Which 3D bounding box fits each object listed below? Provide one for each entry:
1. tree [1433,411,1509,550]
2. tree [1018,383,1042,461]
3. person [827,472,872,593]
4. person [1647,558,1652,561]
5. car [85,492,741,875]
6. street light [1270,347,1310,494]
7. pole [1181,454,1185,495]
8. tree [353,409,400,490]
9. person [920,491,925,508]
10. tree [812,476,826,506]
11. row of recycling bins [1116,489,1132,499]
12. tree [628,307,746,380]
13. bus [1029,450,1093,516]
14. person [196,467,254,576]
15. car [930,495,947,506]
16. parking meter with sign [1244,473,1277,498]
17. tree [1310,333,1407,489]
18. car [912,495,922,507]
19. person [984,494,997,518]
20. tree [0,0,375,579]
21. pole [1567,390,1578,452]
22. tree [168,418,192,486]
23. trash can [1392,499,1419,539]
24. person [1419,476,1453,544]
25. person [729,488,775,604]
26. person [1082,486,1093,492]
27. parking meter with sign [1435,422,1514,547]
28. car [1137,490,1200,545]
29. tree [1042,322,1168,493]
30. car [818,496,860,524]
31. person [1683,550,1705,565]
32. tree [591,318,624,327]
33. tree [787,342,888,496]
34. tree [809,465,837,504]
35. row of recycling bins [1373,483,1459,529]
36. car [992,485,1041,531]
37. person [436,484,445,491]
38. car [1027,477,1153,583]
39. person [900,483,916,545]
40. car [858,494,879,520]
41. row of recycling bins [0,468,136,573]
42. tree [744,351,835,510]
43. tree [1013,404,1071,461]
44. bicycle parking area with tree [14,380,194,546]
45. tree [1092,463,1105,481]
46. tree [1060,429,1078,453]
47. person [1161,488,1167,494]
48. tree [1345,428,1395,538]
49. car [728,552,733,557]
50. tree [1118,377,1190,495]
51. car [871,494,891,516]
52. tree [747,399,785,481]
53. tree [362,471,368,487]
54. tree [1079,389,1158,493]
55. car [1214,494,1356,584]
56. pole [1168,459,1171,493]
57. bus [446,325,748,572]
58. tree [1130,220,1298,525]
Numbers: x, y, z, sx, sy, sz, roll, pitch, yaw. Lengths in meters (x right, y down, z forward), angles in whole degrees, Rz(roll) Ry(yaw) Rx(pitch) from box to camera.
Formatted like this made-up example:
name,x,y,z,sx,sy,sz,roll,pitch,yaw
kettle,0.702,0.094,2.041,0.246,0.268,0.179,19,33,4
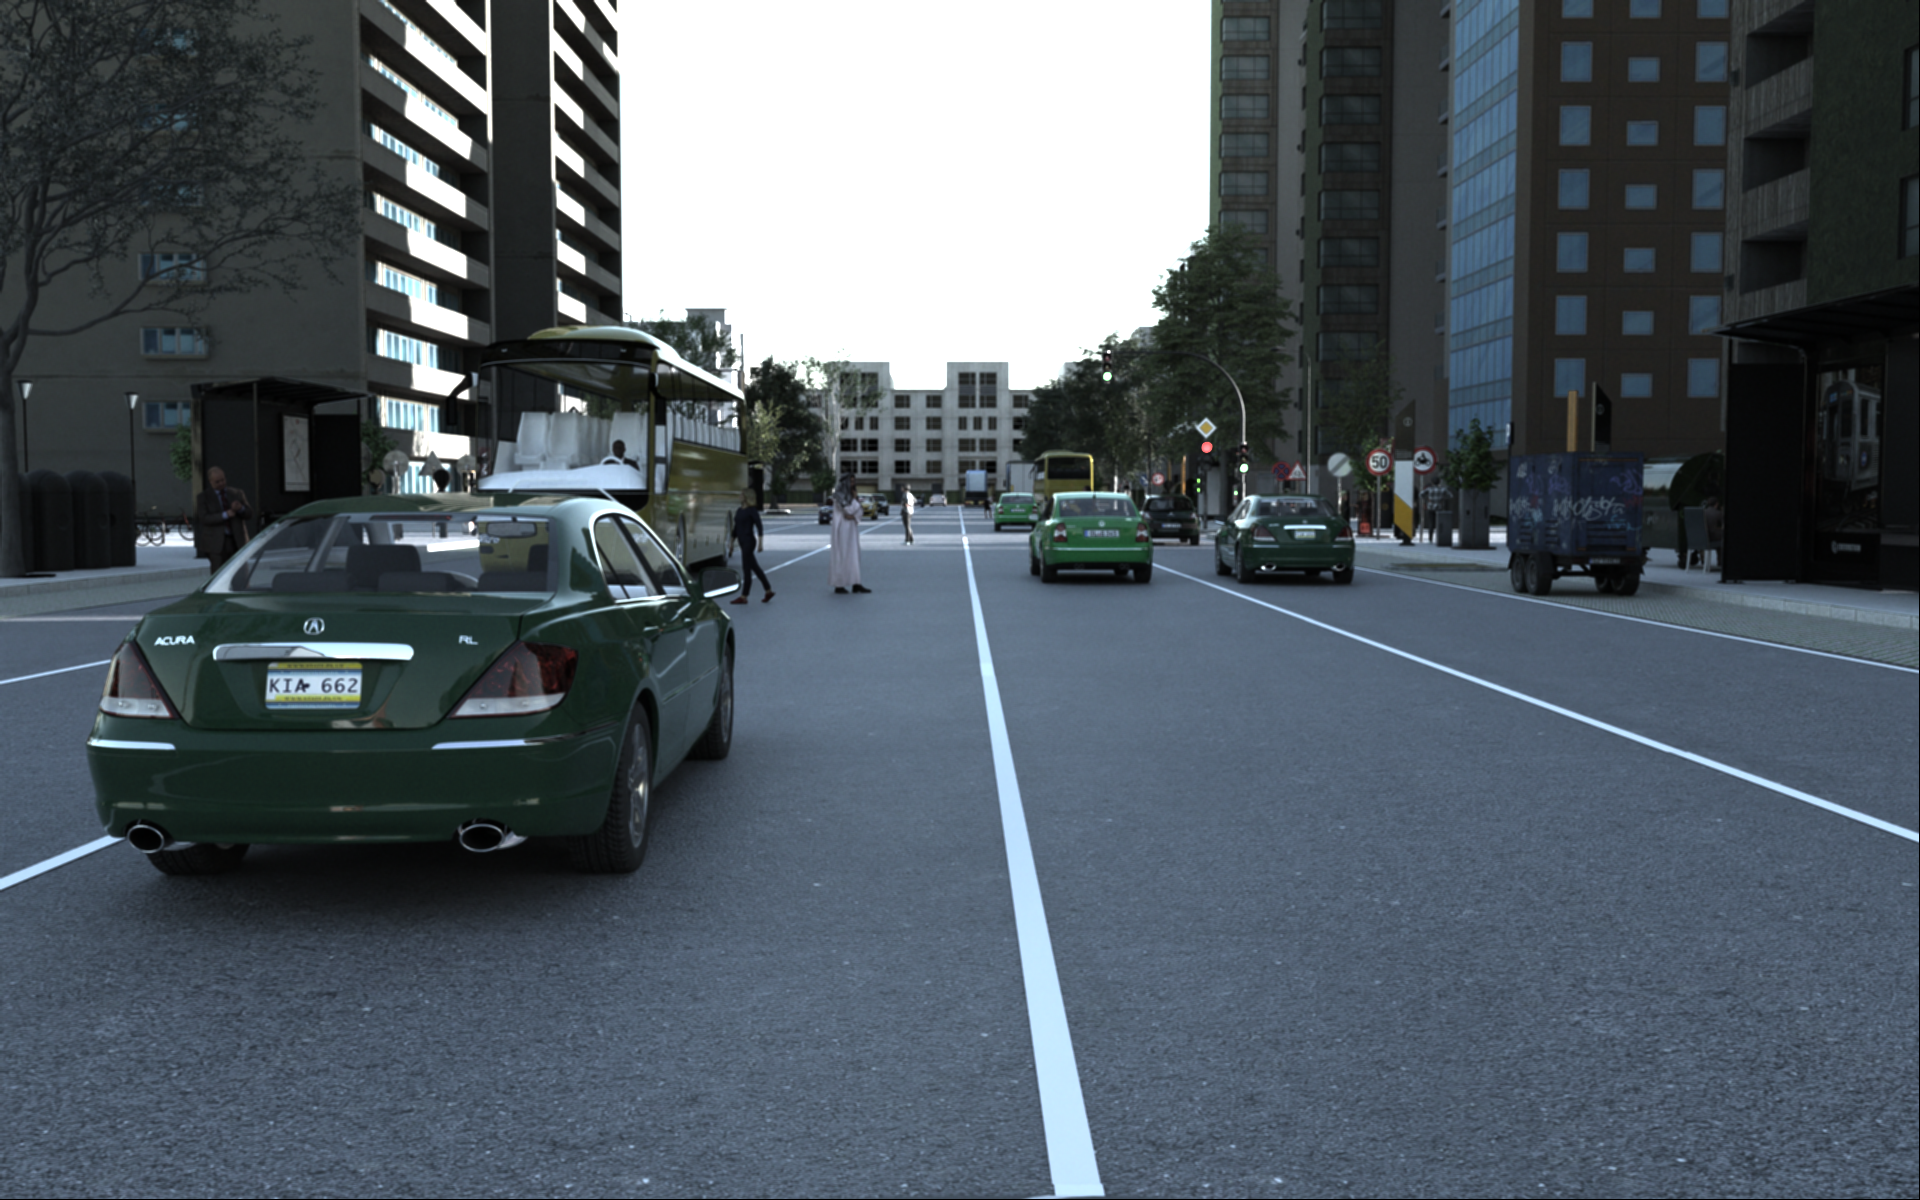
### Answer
name,x,y,z,sx,sy,sz,roll,pitch,yaw
tree,12.066,-2.793,40.265,1.663,3.219,1.824,0,3,0
tree,10.795,-16.891,182.822,9.857,13.997,8.962,0,3,0
person,-1.620,-0.969,25.010,0.621,1.740,0.551,1,4,11
person,13.064,-1.546,33.283,0.435,1.587,0.963,-2,4,-31
car,-2.138,0.235,7.957,2.131,1.459,4.920,0,4,-1
street light,10.508,-5.045,55.020,1.470,5.913,1.316,0,3,0
pole,11.372,-5.779,88.329,0.158,3.312,0.155,0,3,0
tree,-23.329,-5.084,66.843,4.285,4.588,4.351,0,3,0
person,-3.955,-10.694,183.428,0.705,1.814,1.350,-1,4,-19
tree,-14.937,-11.397,180.945,1.663,3.219,1.824,0,3,0
row of recycling bins,12.491,-7.685,132.757,1.069,1.692,3.534,1,4,20
tree,-15.559,-10.368,95.271,9.928,11.665,9.643,0,3,0
bus,5.629,-6.434,96.737,2.896,3.916,12.252,0,4,-1
person,-8.280,-0.636,19.592,0.600,1.739,0.565,2,4,29
car,-2.612,-11.833,205.828,2.083,1.381,4.827,0,4,1
parking meter with sign,11.380,-4.155,64.198,1.738,3.016,0.543,1,4,20
tree,18.125,-7.842,78.577,4.737,8.622,4.395,0,3,0
car,-4.890,-10.828,189.610,1.945,1.354,3.894,0,4,-1
person,1.827,-5.613,103.459,0.799,1.438,0.628,0,4,-3
tree,-14.515,-7.076,26.061,12.009,13.543,11.850,0,3,0
pole,12.083,-2.469,34.217,0.158,3.312,0.155,0,3,0
tree,-29.046,-5.103,67.155,4.285,4.588,4.351,0,3,0
trash can,12.630,-2.294,49.153,0.748,1.137,0.748,0,3,0
person,12.245,-2.313,44.580,0.841,1.734,0.376,1,4,19
person,-2.733,-0.716,22.750,0.480,1.512,0.613,2,4,35
person,3.134,-2.072,43.846,0.593,1.643,0.415,-1,4,-16
parking meter with sign,12.495,-2.804,42.098,1.738,3.016,0.543,0,4,6
car,5.870,-2.452,49.870,2.009,1.686,4.222,0,4,1
tree,11.449,-13.652,129.859,9.857,13.997,8.962,0,3,0
car,-5.763,-4.297,82.832,1.945,1.354,3.894,0,4,1
person,13.385,-1.435,31.570,0.516,1.574,0.319,2,4,35
tree,-14.408,-7.485,72.738,4.737,8.622,4.395,0,3,0
tree,-14.496,-21.822,212.681,12.611,20.169,13.585,0,3,0
tree,-14.596,-12.321,185.161,4.285,4.588,4.351,0,3,0
row of recycling bins,16.872,-3.465,63.760,3.534,1.692,1.069,2,4,28
car,2.232,-3.615,67.896,1.959,1.807,4.718,0,4,1
person,-21.070,-3.873,69.822,0.568,1.767,0.683,0,4,-2
car,2.159,-1.257,29.349,1.959,1.807,4.718,0,4,-2
person,-1.486,-2.442,49.150,0.376,1.734,0.841,1,4,18
car,-5.515,-5.283,96.601,2.015,1.641,3.980,0,4,0
row of recycling bins,-15.239,-1.360,29.355,1.069,1.692,3.534,1,4,9
tree,-14.896,-13.594,139.267,9.611,12.733,9.660,0,3,0
tree,10.817,-17.928,210.135,9.611,12.733,9.660,0,3,0
bicycle parking area with tree,-23.327,-3.627,46.305,9.016,4.147,8.231,1,4,16
tree,11.552,-10.611,157.198,4.285,4.588,4.351,0,3,0
tree,11.211,-13.523,171.463,4.737,8.622,4.395,0,3,0
person,17.106,-8.534,145.583,1.348,1.823,0.705,-3,4,-38
tree,12.130,-3.461,51.194,1.663,3.219,1.824,0,3,0
car,-6.012,-1.755,38.281,1.945,1.707,3.694,0,4,-2
tree,11.900,-9.554,106.572,4.360,8.622,3.978,0,3,0
car,-5.655,-6.515,116.306,2.009,1.686,4.222,0,4,-2
tree,-15.091,-11.044,130.925,4.737,8.622,4.395,0,3,0
tree,-15.345,-2.968,43.121,1.663,3.219,1.824,0,3,0
tree,11.458,-10.386,120.166,4.737,8.622,4.395,0,3,0
car,5.410,-1.061,29.143,2.131,1.459,4.920,0,4,2
pole,12.015,-6.457,99.408,0.158,3.312,0.155,0,3,0
bus,-5.458,-2.293,29.037,2.896,3.916,12.252,0,4,-1
tree,10.750,-9.441,72.495,7.486,12.596,7.792,0,3,0
